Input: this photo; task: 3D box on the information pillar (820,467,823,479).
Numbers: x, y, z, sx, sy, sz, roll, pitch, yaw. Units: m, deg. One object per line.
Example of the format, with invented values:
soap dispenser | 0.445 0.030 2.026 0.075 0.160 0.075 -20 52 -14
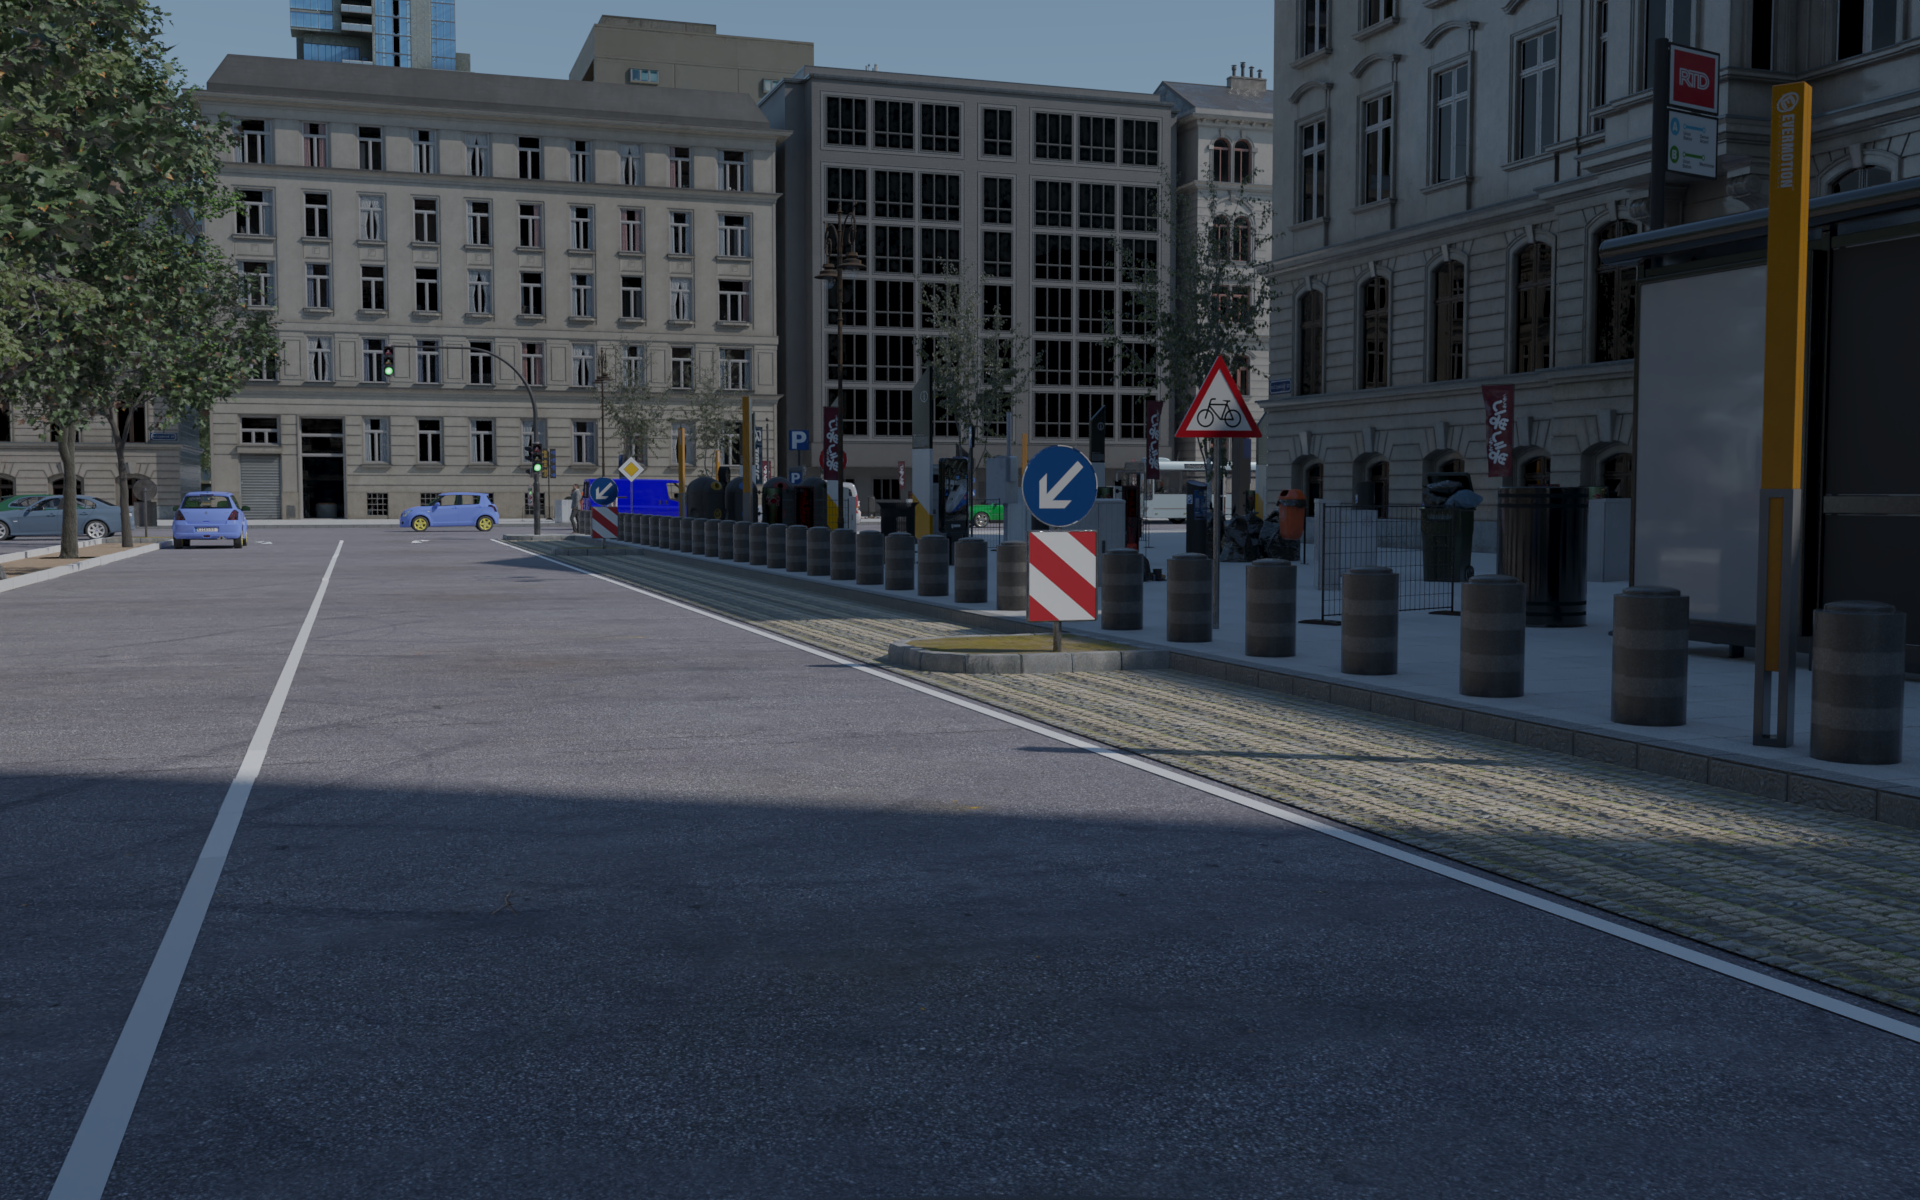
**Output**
information pillar | -7.359 -6.291 94.219 0.504 3.616 0.183 -1 4 -11

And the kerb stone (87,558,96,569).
kerb stone | -16.801 -0.679 33.293 0.120 0.150 1.000 -1 4 -19

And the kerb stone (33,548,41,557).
kerb stone | -21.157 -1.056 39.459 0.120 0.150 1.000 -1 4 -19

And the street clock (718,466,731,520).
street clock | -6.166 -2.494 45.340 0.358 2.002 0.471 0 4 7

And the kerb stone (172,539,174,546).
kerb stone | -21.839 -1.568 47.854 0.120 0.150 1.000 -1 4 -19

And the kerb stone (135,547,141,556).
kerb stone | -19.150 -1.095 40.095 0.120 0.150 1.000 -1 4 -19

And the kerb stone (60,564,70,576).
kerb stone | -15.799 -0.501 30.382 0.120 0.150 1.000 -1 4 -19

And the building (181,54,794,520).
building | -25.747 -16.069 96.008 30.059 22.955 16.112 -1 4 -19

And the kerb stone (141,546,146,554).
kerb stone | -19.495 -1.154 41.060 0.120 0.150 1.000 -1 4 -19

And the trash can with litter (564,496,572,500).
trash can with litter | -19.364 -4.572 86.140 0.624 1.170 1.055 -1 4 -11

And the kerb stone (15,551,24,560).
kerb stone | -20.485 -0.934 37.512 0.120 0.150 1.000 -1 4 -19

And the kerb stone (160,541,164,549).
kerb stone | -20.835 -1.391 44.942 0.120 0.150 1.000 -1 4 -19

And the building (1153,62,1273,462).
building | 22.461 -19.848 111.902 23.554 28.519 14.401 -1 4 -19

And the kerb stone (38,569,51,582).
kerb stone | -15.124 -0.382 28.446 0.120 0.150 1.000 -1 4 -19

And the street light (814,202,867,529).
street light | -1.917 -3.360 27.728 0.468 5.910 1.993 -1 4 -19

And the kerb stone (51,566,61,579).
kerb stone | -15.456 -0.439 29.416 0.120 0.150 1.000 -1 4 -19

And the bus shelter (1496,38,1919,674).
bus shelter | 6.760 -2.167 13.062 2.179 5.291 8.768 -1 4 -19

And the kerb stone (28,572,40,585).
kerb stone | -14.788 -0.323 27.469 0.120 0.150 1.000 -1 4 -19

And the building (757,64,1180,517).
building | -0.165 -19.027 104.594 24.014 27.812 14.314 -1 4 -19

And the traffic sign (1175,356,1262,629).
traffic sign | 2.433 -1.003 16.402 0.884 2.594 0.081 -1 4 -15

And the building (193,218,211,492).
building | -110.871 -35.725 238.720 28.867 44.769 22.147 -1 4 -19

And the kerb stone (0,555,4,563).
kerb stone | -20.144 -0.877 36.534 0.120 0.150 1.000 -1 4 -19

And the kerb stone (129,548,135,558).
kerb stone | -18.815 -1.027 39.123 0.120 0.150 1.000 -1 4 -19

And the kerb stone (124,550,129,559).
kerb stone | -18.483 -0.974 38.153 0.120 0.150 1.000 -1 4 -19

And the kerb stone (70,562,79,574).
kerb stone | -16.133 -0.557 31.351 0.120 0.150 1.000 -1 4 -19

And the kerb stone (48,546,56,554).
kerb stone | -21.831 -1.170 41.405 0.120 0.150 1.000 -1 4 -19

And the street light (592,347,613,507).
street light | -11.240 -5.001 54.546 0.468 5.910 1.993 -1 4 -19

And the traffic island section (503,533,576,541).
traffic island section | -13.261 -1.964 54.393 2.009 0.180 2.903 -1 4 -19

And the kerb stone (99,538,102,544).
kerb stone | -24.524 -1.651 49.182 0.120 0.150 1.000 -1 4 -19

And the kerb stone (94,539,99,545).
kerb stone | -24.185 -1.590 48.215 0.120 0.150 1.000 -1 4 -19

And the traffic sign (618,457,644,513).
traffic sign | -10.071 -3.175 53.101 0.795 2.450 0.064 -1 4 -12

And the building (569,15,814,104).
building | -27.381 -33.767 175.793 21.300 48.544 21.600 -1 4 -19

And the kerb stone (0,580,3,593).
kerb stone | -14.116 -0.203 25.522 0.120 0.150 1.000 -1 4 -19

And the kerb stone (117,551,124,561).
kerb stone | -18.147 -0.912 37.186 0.120 0.150 1.000 -1 4 -19

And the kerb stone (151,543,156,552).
kerb stone | -20.160 -1.272 42.999 0.120 0.150 1.000 -1 4 -19

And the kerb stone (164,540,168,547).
kerb stone | -21.176 -1.450 45.908 0.120 0.150 1.000 -1 4 -19

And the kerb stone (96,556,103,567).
kerb stone | -17.145 -0.738 34.258 0.120 0.150 1.000 -1 4 -19

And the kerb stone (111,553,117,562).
kerb stone | -17.812 -0.857 36.207 0.120 0.150 1.000 -1 4 -19

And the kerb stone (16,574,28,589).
kerb stone | -14.452 -0.263 26.497 0.120 0.150 1.000 -1 4 -19

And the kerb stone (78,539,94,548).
kerb stone | -23.843 -1.532 47.243 0.120 0.150 1.000 -1 4 -19

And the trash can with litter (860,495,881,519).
trash can with litter | -4.925 -4.822 89.892 1.678 1.210 2.233 3 4 36

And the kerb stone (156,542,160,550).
kerb stone | -20.499 -1.332 43.966 0.120 0.150 1.000 -1 4 -19

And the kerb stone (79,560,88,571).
kerb stone | -16.466 -0.619 32.322 0.120 0.150 1.000 -1 4 -19

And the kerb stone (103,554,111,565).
kerb stone | -17.468 -0.798 35.241 0.120 0.150 1.000 -1 4 -19

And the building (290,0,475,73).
building | -82.778 -57.222 248.245 31.000 86.520 22.319 -1 4 -19

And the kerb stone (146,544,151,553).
kerb stone | -19.824 -1.213 42.030 0.120 0.150 1.000 -1 4 -19

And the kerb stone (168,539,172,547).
kerb stone | -21.505 -1.510 46.883 0.120 0.150 1.000 -1 4 -19

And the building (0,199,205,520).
building | -56.438 -16.256 84.871 34.723 24.649 14.460 -1 4 -19

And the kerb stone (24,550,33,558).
kerb stone | -20.822 -0.996 38.481 0.120 0.150 1.000 -1 4 -19

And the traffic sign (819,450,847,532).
traffic sign | -3.315 -2.757 45.186 0.768 2.556 0.104 -1 4 -18

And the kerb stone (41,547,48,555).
kerb stone | -21.495 -1.115 40.433 0.120 0.150 1.000 -1 4 -19

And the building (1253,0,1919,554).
building | 18.602 -13.010 31.798 14.460 24.649 34.723 -1 4 -19

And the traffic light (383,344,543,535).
traffic light | -15.251 -4.818 53.447 4.771 5.953 1.251 -1 4 -19

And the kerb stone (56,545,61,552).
kerb stone | -22.166 -1.232 42.383 0.120 0.150 1.000 -1 4 -19
